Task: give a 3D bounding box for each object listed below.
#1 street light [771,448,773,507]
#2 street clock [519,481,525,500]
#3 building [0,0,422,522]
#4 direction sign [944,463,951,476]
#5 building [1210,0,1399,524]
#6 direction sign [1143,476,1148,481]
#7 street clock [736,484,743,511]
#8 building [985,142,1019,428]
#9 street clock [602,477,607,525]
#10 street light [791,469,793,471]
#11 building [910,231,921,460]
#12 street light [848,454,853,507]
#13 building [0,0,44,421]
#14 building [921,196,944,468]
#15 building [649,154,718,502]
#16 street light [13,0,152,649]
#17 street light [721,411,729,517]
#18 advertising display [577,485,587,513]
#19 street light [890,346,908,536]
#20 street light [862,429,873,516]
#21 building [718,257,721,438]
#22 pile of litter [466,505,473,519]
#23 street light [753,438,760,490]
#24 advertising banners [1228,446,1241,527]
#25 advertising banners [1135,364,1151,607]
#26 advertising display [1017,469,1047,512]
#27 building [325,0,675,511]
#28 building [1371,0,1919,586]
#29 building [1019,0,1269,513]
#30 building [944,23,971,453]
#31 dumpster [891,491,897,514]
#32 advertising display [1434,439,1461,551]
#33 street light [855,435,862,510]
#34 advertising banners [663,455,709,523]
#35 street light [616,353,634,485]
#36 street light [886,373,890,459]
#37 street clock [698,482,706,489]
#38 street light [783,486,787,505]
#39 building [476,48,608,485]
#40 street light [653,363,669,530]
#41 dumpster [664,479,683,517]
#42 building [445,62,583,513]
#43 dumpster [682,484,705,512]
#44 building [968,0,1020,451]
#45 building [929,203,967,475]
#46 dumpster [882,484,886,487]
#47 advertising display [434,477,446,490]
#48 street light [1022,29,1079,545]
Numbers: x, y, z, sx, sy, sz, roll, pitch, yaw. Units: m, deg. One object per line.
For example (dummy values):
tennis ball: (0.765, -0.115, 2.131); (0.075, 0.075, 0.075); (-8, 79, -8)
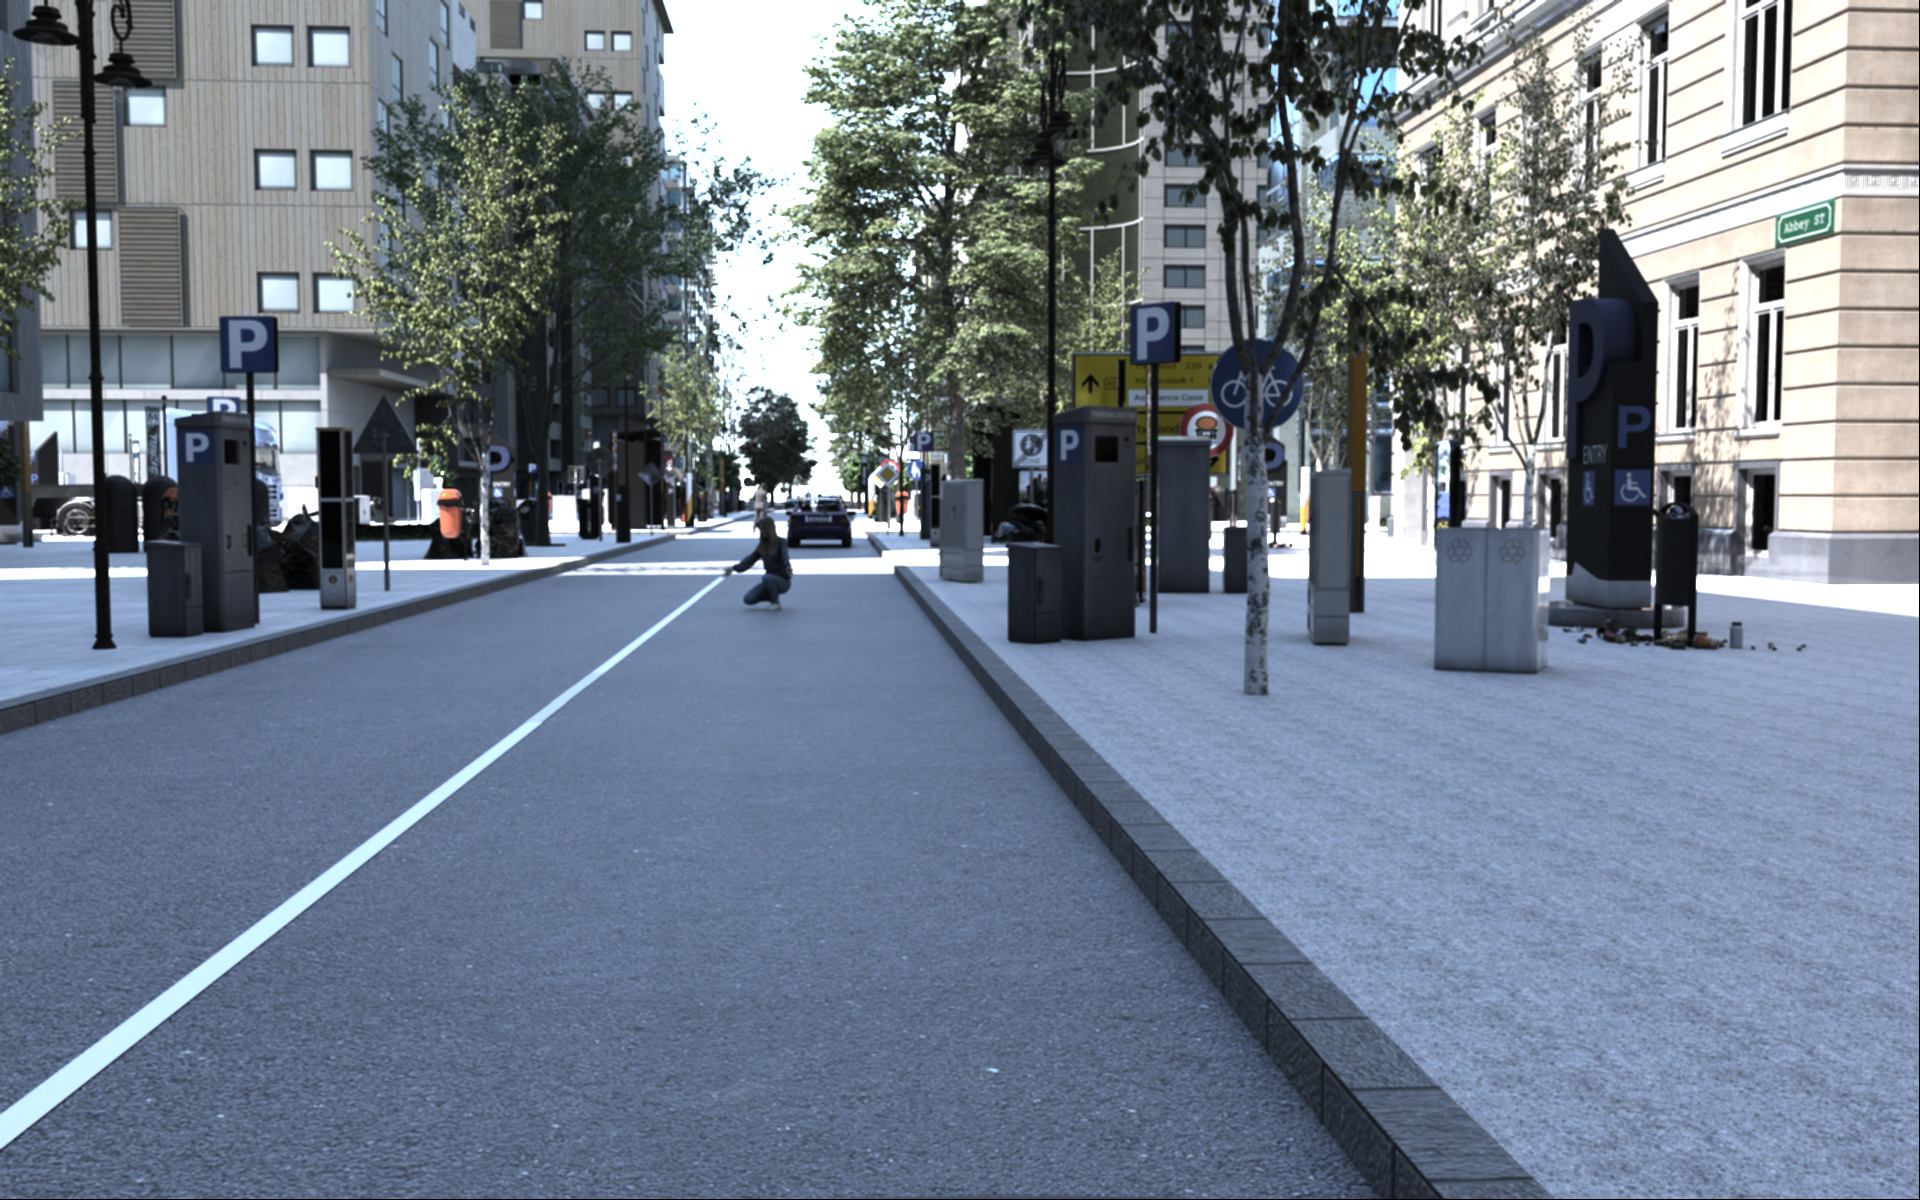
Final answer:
street light: (-18.781, -12.238, 172.874); (0.468, 5.910, 1.993); (0, 4, -4)
street clock: (-24.054, -5.539, 95.127); (0.358, 2.002, 0.471); (-1, 4, -17)
building: (-40.502, -30.525, 88.322); (28.713, 52.752, 27.495); (0, 4, -4)
direction sign: (-0.744, -8.170, 125.571); (0.876, 3.537, 0.379); (1, 4, 14)
building: (28.320, -47.176, 84.005); (31.000, 86.520, 22.319); (0, 4, -4)
direction sign: (11.392, -7.135, 108.661); (0.876, 3.537, 0.379); (0, 4, -8)
street clock: (-16.426, -7.613, 129.049); (0.358, 2.002, 0.471); (3, 4, 38)
building: (8.943, -22.862, 145.499); (14.160, 30.474, 14.107); (0, 4, -4)
street clock: (-14.855, -4.107, 71.715); (0.471, 2.002, 0.358); (1, 4, 9)
street light: (-24.893, -17.356, 256.553); (0.468, 5.910, 1.993); (0, 4, -4)
building: (3.236, -38.361, 281.833); (22.147, 44.769, 28.867); (0, 4, -4)
street light: (-10.919, -12.452, 176.384); (0.468, 5.910, 1.993); (0, 4, -4)
building: (-26.728, -21.334, 32.408); (14.086, 41.232, 14.154); (0, 4, -4)
building: (1.398, -37.289, 259.791); (14.600, 45.320, 14.200); (0, 4, -4)
building: (-47.633, -38.177, 243.794); (23.786, 49.044, 30.456); (0, 4, -4)
street light: (-7.114, -2.534, 14.220); (0.468, 5.910, 1.993); (0, 4, -4)
street light: (-13.074, -7.562, 96.429); (0.468, 5.910, 1.993); (0, 4, -4)
advertising display: (-25.944, -6.986, 119.432); (0.974, 1.923, 0.123); (-1, 4, -17)
street light: (-1.793, -4.907, 53.025); (0.468, 5.910, 1.993); (0, 4, -4)
street light: (-5.249, -7.794, 100.224); (0.468, 5.910, 1.993); (0, 4, -4)
building: (-49.664, -40.078, 274.885); (23.786, 49.044, 30.456); (0, 4, -4)
pile of litter: (-24.585, -4.508, 87.678); (1.719, 0.858, 1.176); (2, 4, 23)
street light: (-16.149, -10.080, 137.603); (0.468, 5.910, 1.993); (0, 4, -4)
advertising banners: (9.951, -4.065, 62.643); (0.090, 3.025, 2.074); (1, 4, 20)
advertising banners: (2.157, -1.486, 20.476); (0.090, 3.025, 2.074); (1, 4, 11)
advertising display: (1.949, -2.399, 44.430); (0.974, 1.923, 0.123); (1, 4, 22)
building: (-43.545, -35.613, 171.508); (28.713, 52.752, 27.495); (0, 4, -4)
building: (17.657, -15.146, 33.545); (13.634, 28.700, 20.117); (0, 4, -4)
building: (13.406, -42.093, 126.469); (20.563, 71.187, 20.611); (0, 4, -4)
building: (13.480, -36.624, 188.048); (28.713, 52.752, 27.495); (0, 4, -4)
dumpster: (-3.348, -5.202, 90.804); (1.264, 1.857, 1.865); (0, 4, -4)
advertising display: (5.868, -0.959, 20.887); (0.123, 1.923, 0.974); (0, 4, 5)
street light: (-7.830, -9.946, 135.398); (0.468, 5.910, 1.993); (0, 4, -4)
advertising banners: (-12.353, -5.010, 78.103); (2.074, 3.025, 0.090); (-1, 4, -19)
street light: (-9.667, -4.735, 50.204); (0.468, 5.910, 1.993); (0, 4, -4)
street light: (-2.647, -5.643, 65.051); (0.468, 5.910, 1.993); (0, 4, -4)
street clock: (-15.533, -6.105, 104.389); (0.471, 2.002, 0.358); (1, 4, 14)
street light: (-22.200, -15.178, 220.947); (0.468, 5.910, 1.993); (0, 4, -4)
building: (-44.369, -27.753, 145.642); (32.217, 40.220, 23.993); (0, 4, -4)
street light: (-10.537, -5.411, 61.251); (0.468, 5.910, 1.993); (0, 4, -4)
dumpster: (-16.525, -5.876, 98.565); (1.502, 2.255, 1.985); (0, 4, -4)
building: (-34.219, -21.263, 119.355); (14.160, 30.474, 14.107); (0, 4, -4)
dumpster: (-15.065, -5.631, 97.817); (1.264, 1.857, 1.865); (0, 4, -4)
building: (12.214, -33.016, 163.516); (21.300, 48.544, 21.600); (0, 4, -4)
building: (2.466, -34.378, 245.676); (14.154, 41.232, 14.086); (0, 4, -4)
dumpster: (-3.686, -5.644, 94.769); (1.502, 2.255, 1.985); (0, 4, -4)
advertising display: (-19.516, -3.630, 64.572); (0.974, 1.923, 0.123); (3, 4, 37)
street light: (0.946, -2.757, 17.862); (0.468, 5.910, 1.993); (0, 4, -4)
